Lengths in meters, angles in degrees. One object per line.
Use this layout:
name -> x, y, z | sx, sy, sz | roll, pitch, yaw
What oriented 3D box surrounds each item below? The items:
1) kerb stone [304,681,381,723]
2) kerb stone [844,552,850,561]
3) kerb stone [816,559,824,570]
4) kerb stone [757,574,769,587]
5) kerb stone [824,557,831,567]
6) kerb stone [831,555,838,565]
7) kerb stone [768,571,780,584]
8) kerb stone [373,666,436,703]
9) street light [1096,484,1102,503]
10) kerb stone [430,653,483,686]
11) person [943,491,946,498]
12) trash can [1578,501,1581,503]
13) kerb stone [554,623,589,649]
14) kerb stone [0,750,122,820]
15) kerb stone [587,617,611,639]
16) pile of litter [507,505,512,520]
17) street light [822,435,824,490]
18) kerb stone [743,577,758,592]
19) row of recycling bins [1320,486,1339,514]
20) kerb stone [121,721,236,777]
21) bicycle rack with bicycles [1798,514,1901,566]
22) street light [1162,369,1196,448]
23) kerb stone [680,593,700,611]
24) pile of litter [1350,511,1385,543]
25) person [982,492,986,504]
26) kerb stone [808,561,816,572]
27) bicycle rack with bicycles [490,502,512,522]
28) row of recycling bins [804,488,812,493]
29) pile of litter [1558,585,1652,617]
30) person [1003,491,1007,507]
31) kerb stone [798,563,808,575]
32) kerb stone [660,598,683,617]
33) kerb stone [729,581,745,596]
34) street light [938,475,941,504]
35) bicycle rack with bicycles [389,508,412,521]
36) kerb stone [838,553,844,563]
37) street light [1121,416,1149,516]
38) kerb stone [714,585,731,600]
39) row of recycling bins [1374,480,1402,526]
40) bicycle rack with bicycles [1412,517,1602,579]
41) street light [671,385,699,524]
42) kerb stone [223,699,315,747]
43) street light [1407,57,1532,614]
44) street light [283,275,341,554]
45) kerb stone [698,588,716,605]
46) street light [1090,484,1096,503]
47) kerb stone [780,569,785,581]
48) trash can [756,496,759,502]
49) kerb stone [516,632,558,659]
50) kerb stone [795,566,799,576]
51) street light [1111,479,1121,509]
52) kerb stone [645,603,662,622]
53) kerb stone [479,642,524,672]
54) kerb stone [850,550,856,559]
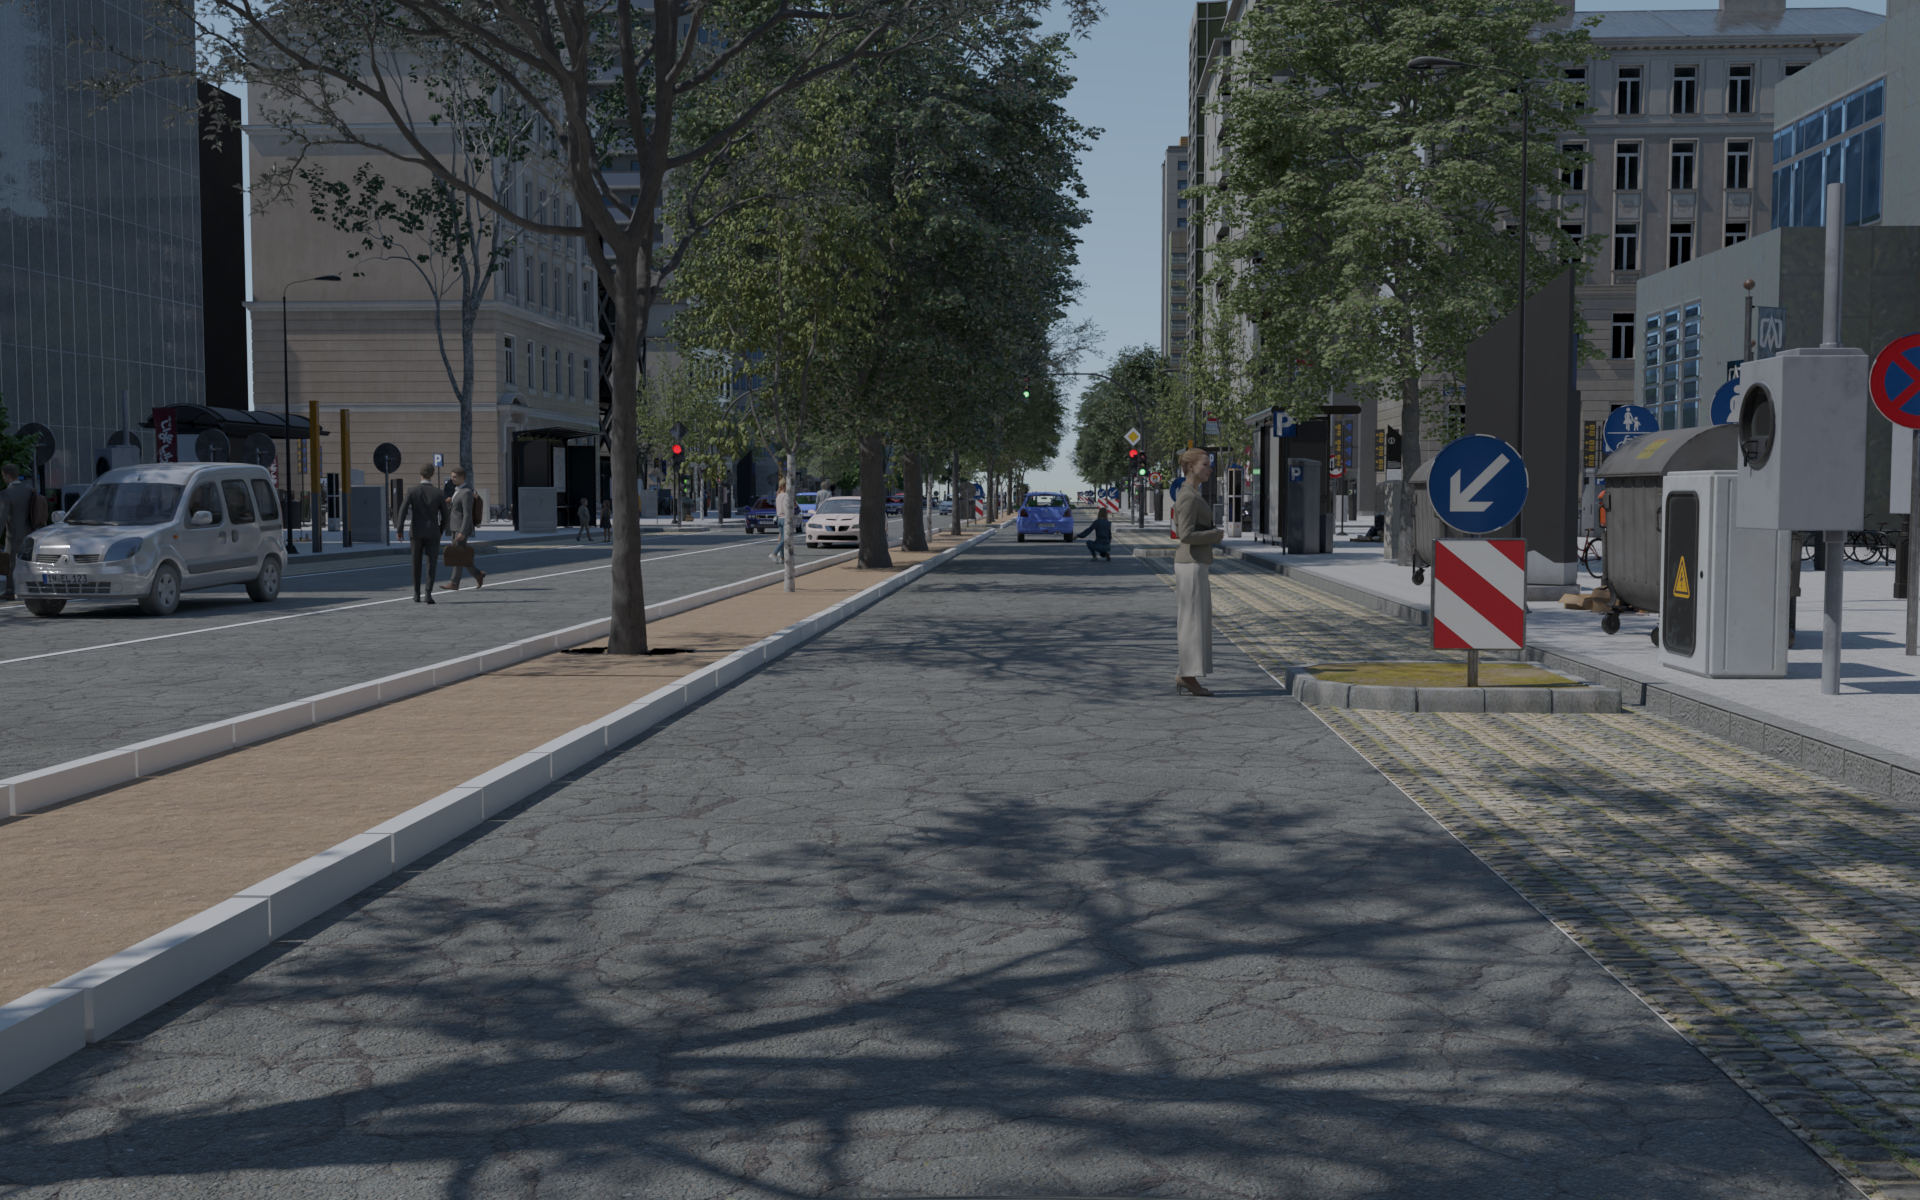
kerb stone -> -4.032, 0.670, 11.241 | 0.120, 0.150, 1.000 | 0, 4, 3
kerb stone -> -2.504, -0.895, 36.834 | 0.120, 0.150, 1.000 | 0, 4, 3
kerb stone -> -2.745, -0.641, 32.730 | 0.120, 0.150, 1.000 | 0, 4, 3
kerb stone -> -3.117, -0.269, 26.588 | 0.120, 0.150, 1.000 | 0, 4, 3
kerb stone -> -2.687, -0.707, 33.761 | 0.120, 0.150, 1.000 | 0, 4, 3
kerb stone -> -2.631, -0.770, 34.791 | 0.120, 0.150, 1.000 | 0, 4, 3
kerb stone -> -3.057, -0.331, 27.615 | 0.120, 0.150, 1.000 | 0, 4, 3
kerb stone -> -3.968, 0.610, 12.261 | 0.120, 0.150, 1.000 | 0, 4, 3
street light -> 15.085, -12.605, 178.639 | 1.470, 5.913, 1.316 | 0, 4, 3
kerb stone -> -3.908, 0.551, 13.284 | 0.120, 0.150, 1.000 | 0, 4, 3
person -> -1.852, -12.213, 208.187 | 0.705, 1.824, 1.348 | 0, 4, 4
trash can -> 11.992, -1.404, 34.603 | 0.748, 1.137, 0.748 | 0, 3, 0
kerb stone -> -3.719, 0.358, 16.346 | 0.120, 0.150, 1.000 | 0, 4, 3
kerb stone -> -4.214, 0.858, 8.170 | 0.120, 0.150, 1.000 | 0, 4, 3
kerb stone -> -3.663, 0.295, 17.377 | 0.120, 0.150, 1.000 | 0, 4, 3
pile of litter -> -21.680, -4.369, 85.392 | 1.176, 0.858, 1.719 | 2, 4, 26
street light -> -8.925, -8.994, 119.592 | 1.470, 5.913, 1.316 | 0, 4, 3
kerb stone -> -3.170, -0.204, 25.560 | 0.120, 0.150, 1.000 | 0, 4, 3
row of recycling bins -> 18.058, -4.940, 87.877 | 3.534, 1.692, 1.069 | -3, 5, -43
kerb stone -> -4.159, 0.795, 9.198 | 0.120, 0.150, 1.000 | 0, 4, 3
bicycle rack with bicycles -> 16.679, -1.147, 32.133 | 2.852, 0.926, 2.925 | -2, 4, -34
street light -> 8.199, -5.620, 64.435 | 1.470, 5.913, 1.316 | 0, 4, 3
kerb stone -> -3.417, 0.044, 21.470 | 0.120, 0.150, 1.000 | 0, 4, 3
pile of litter -> 11.112, -1.967, 46.127 | 1.176, 0.858, 1.719 | -1, 4, -17
person -> 3.502, -15.023, 253.998 | 0.709, 1.838, 0.599 | 0, 4, 2
kerb stone -> -2.813, -0.582, 31.710 | 0.120, 0.150, 1.000 | 0, 4, 3
bicycle rack with bicycles -> -21.877, -4.019, 79.085 | 2.925, 0.926, 2.852 | -1, 4, -13
row of recycling bins -> -11.442, -7.003, 121.606 | 1.069, 1.692, 3.534 | -2, 4, -31
pile of litter -> 7.195, -0.310, 19.038 | 1.176, 0.858, 1.719 | 2, 4, 29
person -> 5.143, -11.584, 198.621 | 0.721, 1.735, 1.217 | -1, 4, -17
kerb stone -> -2.867, -0.519, 30.689 | 0.120, 0.150, 1.000 | 0, 4, 3
kerb stone -> -3.475, 0.107, 20.446 | 0.120, 0.150, 1.000 | 0, 4, 3
kerb stone -> -3.235, -0.140, 24.539 | 0.120, 0.150, 1.000 | 0, 4, 3
street light -> -2.205, -15.962, 233.523 | 1.470, 5.913, 1.316 | 0, 4, 3
bicycle rack with bicycles -> -27.766, -4.280, 83.360 | 2.925, 0.926, 2.852 | -3, 4, -36
kerb stone -> -2.568, -0.833, 35.814 | 0.120, 0.150, 1.000 | 0, 4, 3
street light -> 10.475, -7.950, 102.523 | 1.470, 5.913, 1.316 | 0, 4, 3
kerb stone -> -3.299, -0.081, 23.515 | 0.120, 0.150, 1.000 | 0, 4, 3
row of recycling bins -> 12.591, -2.624, 50.009 | 1.069, 1.692, 3.534 | 0, 4, 5
bicycle rack with bicycles -> 8.383, -0.839, 27.099 | 2.852, 0.926, 2.925 | -1, 4, -12
street light -> -11.673, -6.201, 73.935 | 1.470, 5.913, 1.316 | 0, 4, 3
kerb stone -> -4.096, 0.735, 10.218 | 0.120, 0.150, 1.000 | 0, 4, 3
street light -> 5.455, -2.814, 18.546 | 1.470, 5.913, 1.316 | 0, 4, 3
street light -> -13.814, -3.937, 36.904 | 1.470, 5.913, 1.316 | 0, 4, 3
kerb stone -> -3.361, -0.018, 22.495 | 0.120, 0.150, 1.000 | 0, 4, 3
street light -> 17.787, -15.397, 224.284 | 1.470, 5.913, 1.316 | 0, 4, 3
kerb stone -> -2.993, -0.394, 28.636 | 0.120, 0.150, 1.000 | 0, 4, 3
trash can -> -13.627, -6.293, 114.541 | 0.748, 1.137, 0.748 | 0, 3, 0
kerb stone -> -3.785, 0.420, 15.326 | 0.120, 0.150, 1.000 | 0, 4, 3
kerb stone -> -2.932, -0.455, 29.669 | 0.120, 0.150, 1.000 | 0, 4, 3
street light -> 13.266, -10.723, 147.860 | 1.470, 5.913, 1.316 | 0, 4, 3
kerb stone -> -3.551, 0.169, 19.426 | 0.120, 0.150, 1.000 | 0, 4, 3
kerb stone -> -3.842, 0.489, 14.306 | 0.120, 0.150, 1.000 | 0, 4, 3
kerb stone -> -2.454, -0.954, 37.855 | 0.120, 0.150, 1.000 | 0, 4, 3
